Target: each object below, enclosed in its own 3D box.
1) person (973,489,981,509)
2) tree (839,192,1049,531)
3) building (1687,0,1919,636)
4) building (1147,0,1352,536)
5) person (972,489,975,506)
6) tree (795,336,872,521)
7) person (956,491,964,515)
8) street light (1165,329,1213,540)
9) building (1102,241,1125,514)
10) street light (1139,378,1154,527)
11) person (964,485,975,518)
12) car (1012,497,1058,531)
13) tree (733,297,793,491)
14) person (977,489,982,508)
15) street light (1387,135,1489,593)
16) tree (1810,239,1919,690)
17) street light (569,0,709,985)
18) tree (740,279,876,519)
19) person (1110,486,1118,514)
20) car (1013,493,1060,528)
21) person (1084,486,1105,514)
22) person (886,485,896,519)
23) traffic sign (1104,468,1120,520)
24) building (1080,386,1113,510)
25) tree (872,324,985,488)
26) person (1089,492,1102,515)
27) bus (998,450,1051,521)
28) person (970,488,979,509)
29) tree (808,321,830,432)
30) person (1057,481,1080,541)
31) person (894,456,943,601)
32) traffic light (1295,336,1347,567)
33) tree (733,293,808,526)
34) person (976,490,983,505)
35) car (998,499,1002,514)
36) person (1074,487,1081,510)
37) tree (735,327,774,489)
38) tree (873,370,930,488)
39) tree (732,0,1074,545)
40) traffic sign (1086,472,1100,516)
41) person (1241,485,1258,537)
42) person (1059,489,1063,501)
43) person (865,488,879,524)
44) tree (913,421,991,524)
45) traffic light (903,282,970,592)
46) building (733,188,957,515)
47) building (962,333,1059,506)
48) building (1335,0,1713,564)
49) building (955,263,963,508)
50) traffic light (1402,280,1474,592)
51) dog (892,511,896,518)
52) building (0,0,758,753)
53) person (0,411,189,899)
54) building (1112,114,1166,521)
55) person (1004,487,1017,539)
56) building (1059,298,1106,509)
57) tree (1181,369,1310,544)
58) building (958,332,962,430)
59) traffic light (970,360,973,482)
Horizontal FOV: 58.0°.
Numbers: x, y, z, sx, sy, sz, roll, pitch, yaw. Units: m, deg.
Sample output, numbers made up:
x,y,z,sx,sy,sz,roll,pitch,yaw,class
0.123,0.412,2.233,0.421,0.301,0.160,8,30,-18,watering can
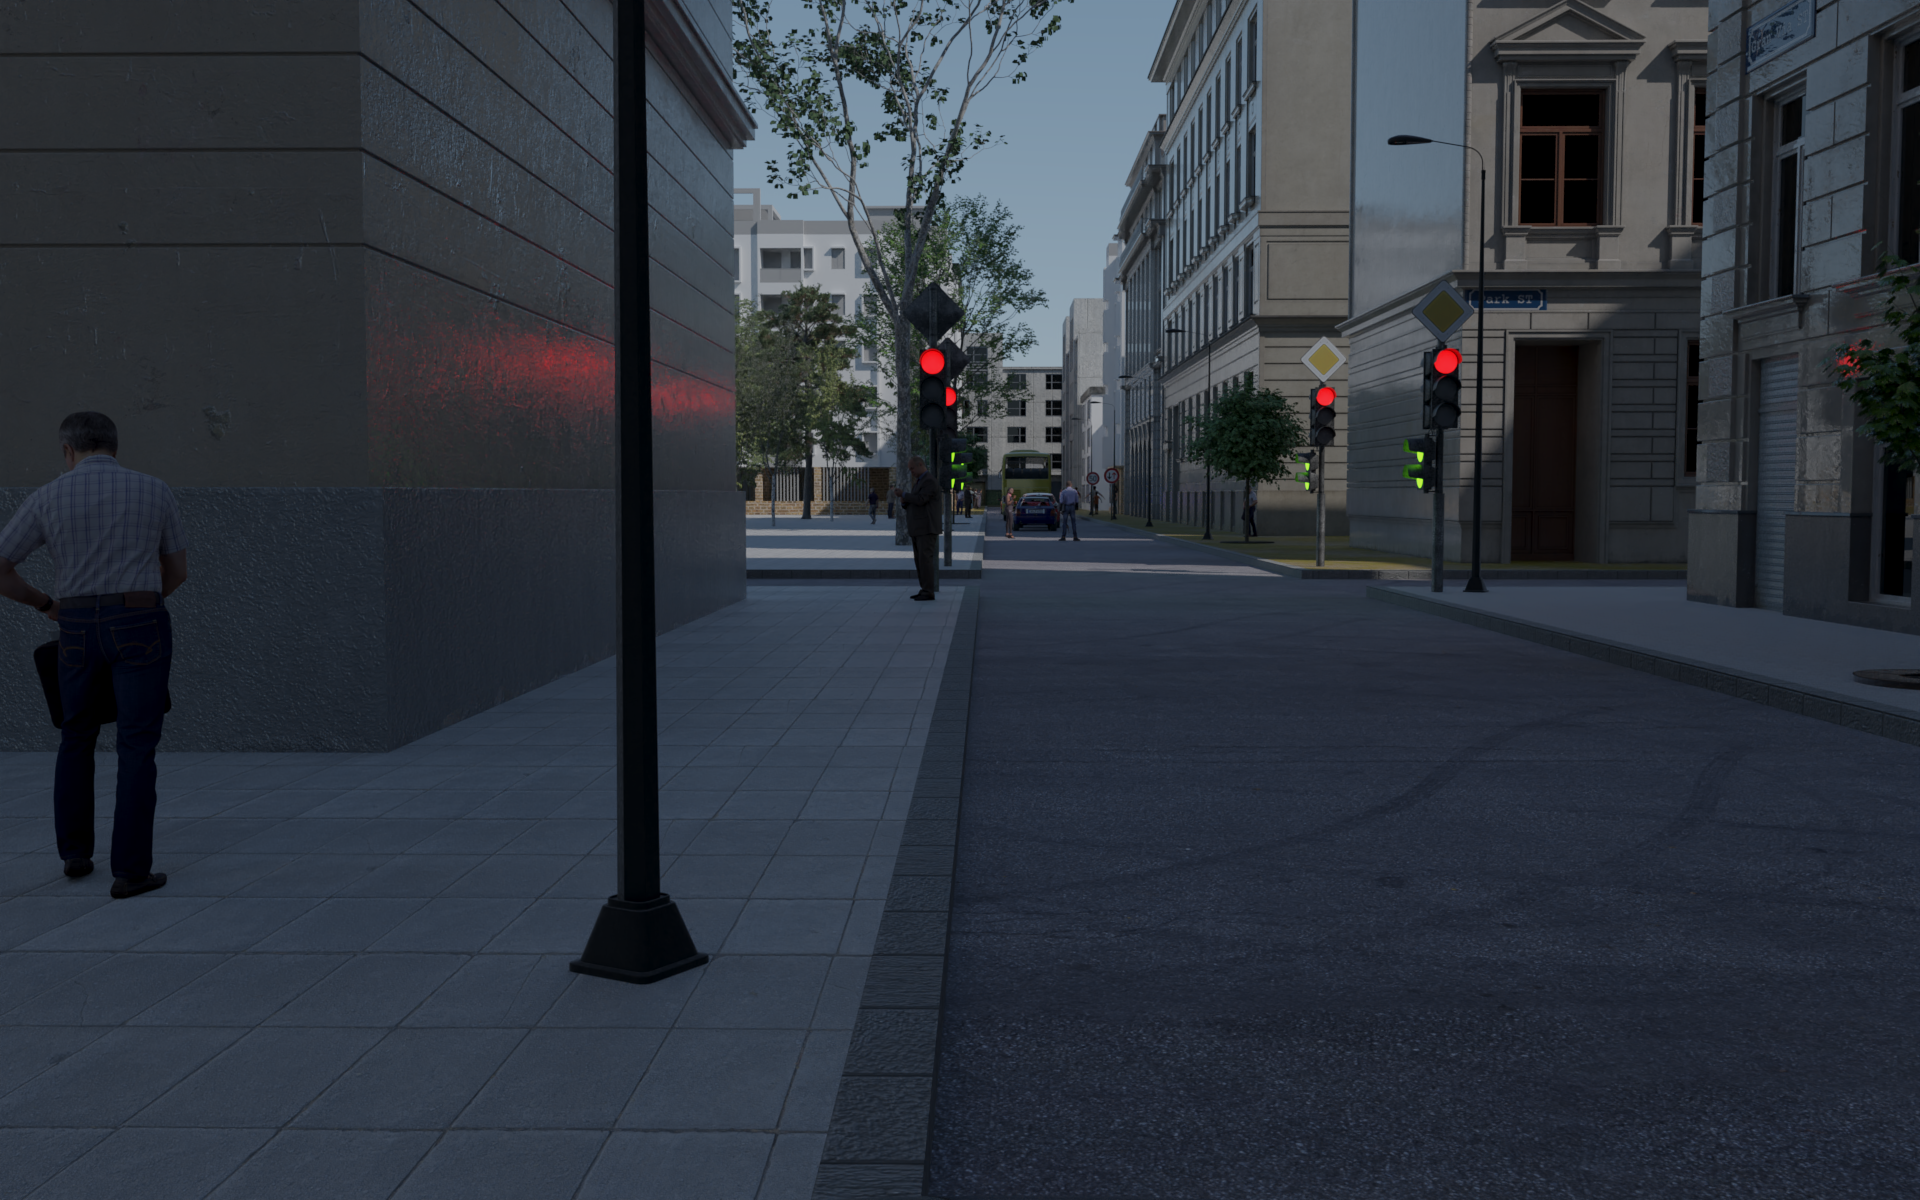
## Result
x,y,z,sx,sy,sz,roll,pitch,yaw,class
1.533,-8.937,152.967,0.742,1.727,0.445,-1,4,-18,person
-0.689,-8.203,59.871,9.928,11.665,9.643,0,3,0,tree
14.200,-12.881,7.867,12.463,27.353,25.104,0,4,1,building
16.555,-14.254,66.331,16.112,22.955,30.059,0,4,1,building
1.249,-9.892,167.787,1.348,1.823,0.705,0,4,4,person
-5.882,-7.974,80.737,4.737,8.622,4.395,0,3,0,tree
-0.083,-6.959,120.766,0.436,1.711,0.756,0,4,8,person
6.461,-4.661,48.751,1.470,5.913,1.316,0,4,1,street light
17.637,-15.818,115.038,16.016,20.091,11.380,0,4,1,building
6.889,-5.827,67.819,1.470,5.913,1.316,0,4,1,street light
0.496,-5.247,92.511,0.600,1.739,0.565,0,4,-1,person
2.916,-3.418,68.472,1.945,1.354,3.894,0,4,0,car
-12.628,-11.103,99.662,7.486,12.596,7.792,0,3,0,tree
1.728,-9.116,155.756,0.551,1.740,0.621,1,4,21,person
6.227,-3.059,22.560,1.470,5.913,1.316,0,4,1,street light
6.728,-1.036,11.533,1.663,3.219,1.824,0,3,0,tree
-0.330,-1.955,4.512,1.470,5.913,1.316,0,4,1,street light
-7.765,-10.176,88.438,6.751,12.117,7.091,0,3,0,tree
9.714,-6.294,108.960,0.705,1.822,1.348,-1,4,-9,person
3.336,-3.990,74.272,2.155,1.783,4.494,0,4,1,car
8.660,-6.442,111.377,1.348,1.824,0.705,0,4,7,person
-3.411,-5.094,89.859,0.750,1.759,0.617,-1,4,-18,person
7.372,-5.140,84.152,0.768,2.556,0.104,1,4,9,traffic sign
14.655,-11.801,135.097,9.099,9.664,28.070,0,4,1,building
-1.114,-7.252,68.928,4.737,8.622,4.395,0,3,0,tree
8.494,-6.036,107.985,1.065,1.426,0.557,-3,4,-37,person
3.562,-6.332,95.067,2.896,3.916,12.252,0,4,1,bus
0.888,-8.577,146.362,1.350,1.814,0.705,1,4,8,person
-7.367,-7.256,68.993,4.360,8.622,3.978,0,3,0,tree
3.316,-2.723,52.895,0.709,1.838,0.599,0,4,-6,person
-0.509,-0.874,21.022,0.600,1.739,0.565,-3,5,-43,person
6.362,-2.527,30.558,0.839,4.213,0.868,0,4,1,traffic light
-7.960,-6.865,62.608,4.360,8.622,3.978,0,3,0,tree
1.800,-10.695,181.631,1.217,1.743,0.721,0,4,-1,person
3.806,-6.999,123.478,2.155,1.783,4.494,0,4,1,car
9.140,-7.983,136.532,0.705,1.831,1.348,3,5,42,person
-9.919,-7.620,74.955,4.737,8.622,4.395,0,3,0,tree
-2.604,-9.082,98.850,4.360,8.622,3.978,0,3,0,tree
-2.690,-11.478,43.558,12.611,20.169,13.585,0,3,0,tree
7.623,-6.070,99.356,0.768,2.556,0.104,0,4,8,traffic sign
8.666,-2.654,51.643,0.590,1.554,0.614,-1,4,-19,person
8.474,-8.423,144.695,0.436,1.711,0.756,-2,4,-30,person
-3.722,-3.977,73.276,0.569,1.553,0.471,0,4,-5,person
-0.366,-5.529,74.111,4.285,4.588,4.351,0,3,0,tree
-0.329,-2.044,22.666,0.839,4.213,0.868,0,4,1,traffic light
-8.495,-15.622,111.847,16.016,20.091,11.380,0,4,1,building
12.140,-20.291,198.209,31.486,18.905,16.747,0,4,1,building
19.078,-12.230,36.124,21.152,22.565,11.583,0,4,1,building
-16.148,-19.783,167.434,32.646,21.610,27.936,0,4,1,building
6.231,-2.038,22.574,0.839,4.213,0.868,0,4,1,traffic light
-3.567,-4.550,92.123,0.550,0.427,0.748,0,4,-6,dog
-13.851,-13.886,14.430,23.554,28.519,14.401,0,4,1,building
-2.848,0.158,5.665,0.614,1.554,0.590,-1,4,-22,person
15.685,-15.407,93.710,13.314,21.916,24.055,0,4,1,building
1.660,-2.811,55.925,0.415,1.643,0.593,-3,5,-40,person
18.771,-18.251,164.860,16.747,18.905,31.486,0,4,1,building
7.594,-3.766,45.292,4.285,4.588,4.351,0,3,0,tree
-7.861,-17.011,134.557,16.016,20.091,11.380,0,4,1,building
-0.198,-2.532,30.650,0.839,4.213,0.868,0,4,1,traffic light
